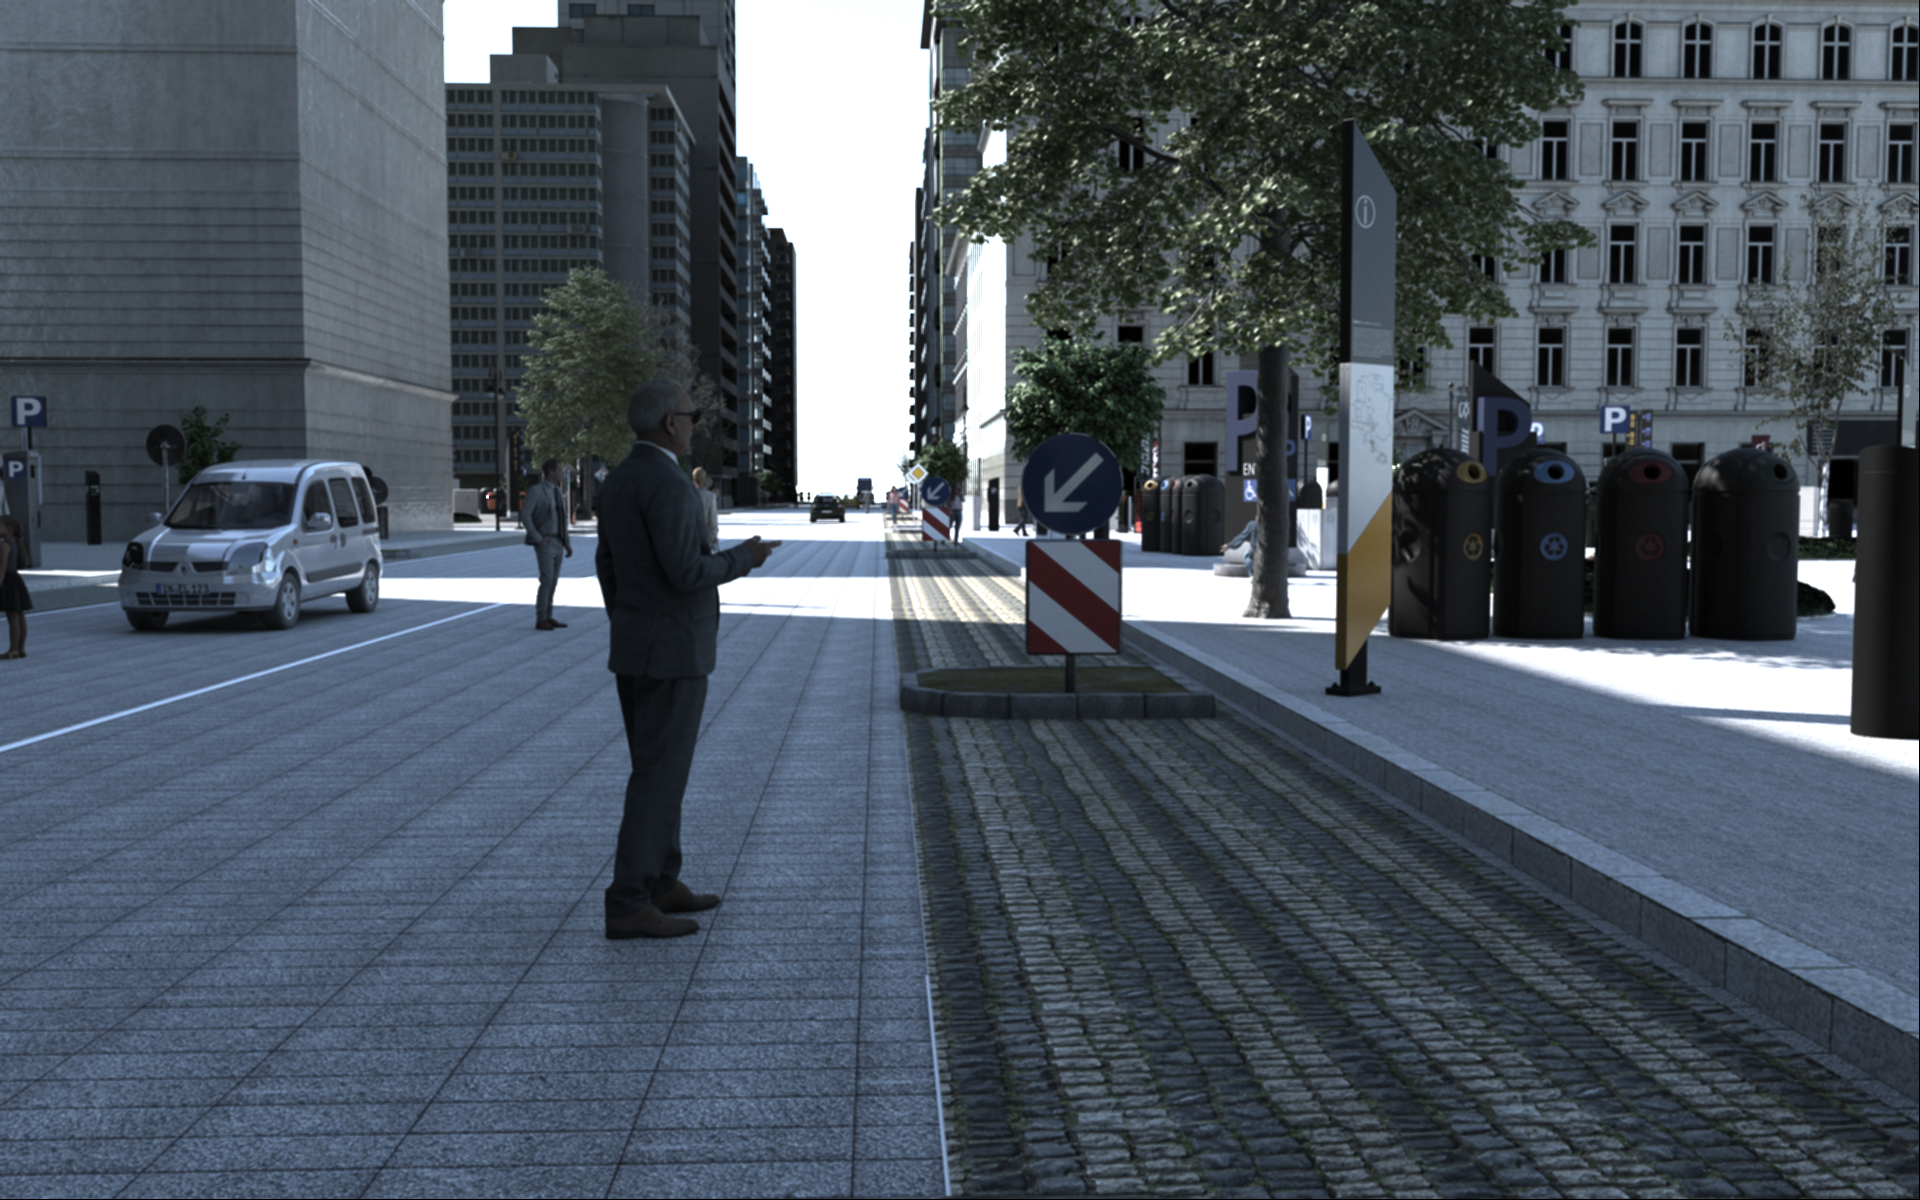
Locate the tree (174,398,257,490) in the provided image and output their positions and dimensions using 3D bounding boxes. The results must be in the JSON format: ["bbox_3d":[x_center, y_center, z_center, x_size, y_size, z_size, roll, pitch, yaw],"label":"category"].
[{"bbox_3d":[-15.123,-2.433,34.377,1.663,3.219,1.824,0,3,0],"label":"tree"}]

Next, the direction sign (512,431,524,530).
[{"bbox_3d":[-15.968,-4.321,62.647,0.379,3.537,0.876,1,4,11],"label":"direction sign"}]

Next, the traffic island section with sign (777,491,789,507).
[{"bbox_3d":[-20.579,-11.593,198.180,1.989,1.847,2.006,0,4,-3],"label":"traffic island section with sign"}]

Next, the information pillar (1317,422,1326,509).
[{"bbox_3d":[11.471,-3.876,54.720,0.183,3.616,0.504,-2,4,-28],"label":"information pillar"}]

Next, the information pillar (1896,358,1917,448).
[{"bbox_3d":[16.370,-2.364,30.007,0.504,3.616,0.183,-2,4,-34],"label":"information pillar"}]

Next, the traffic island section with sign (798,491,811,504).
[{"bbox_3d":[-23.122,-14.963,253.279,1.989,1.847,2.006,0,4,-3],"label":"traffic island section with sign"}]

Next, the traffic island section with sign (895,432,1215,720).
[{"bbox_3d":[0.581,-0.199,11.882,1.989,1.847,2.006,0,4,-3],"label":"traffic island section with sign"}]

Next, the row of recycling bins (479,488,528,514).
[{"bbox_3d":[-29.464,-6.423,112.133,1.069,1.692,3.534,3,5,40],"label":"row of recycling bins"}]

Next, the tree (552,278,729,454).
[{"bbox_3d":[-18.536,-11.575,99.614,12.009,13.543,11.850,0,3,0],"label":"tree"}]

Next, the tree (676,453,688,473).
[{"bbox_3d":[-18.491,-7.628,108.434,4.285,4.588,4.351,0,3,0],"label":"tree"}]

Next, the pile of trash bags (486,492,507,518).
[{"bbox_3d":[-24.975,-5.279,96.059,1.912,1.369,3.447,2,4,26],"label":"pile of trash bags"}]

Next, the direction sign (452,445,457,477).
[{"bbox_3d":[-23.417,-5.359,79.608,0.876,3.537,0.379,3,4,37],"label":"direction sign"}]

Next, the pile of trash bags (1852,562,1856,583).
[{"bbox_3d":[14.571,-0.888,24.279,3.447,1.369,1.912,0,4,-1],"label":"pile of trash bags"}]

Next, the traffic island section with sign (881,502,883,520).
[{"bbox_3d":[-3.254,-5.267,94.748,1.989,1.847,2.006,0,4,-3],"label":"traffic island section with sign"}]

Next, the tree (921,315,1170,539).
[{"bbox_3d":[2.237,-2.934,31.683,4.285,4.588,4.351,0,3,0],"label":"tree"}]

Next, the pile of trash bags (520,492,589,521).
[{"bbox_3d":[-19.764,-4.521,83.679,3.447,1.369,1.912,-2,4,-29],"label":"pile of trash bags"}]

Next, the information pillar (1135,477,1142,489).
[{"bbox_3d":[7.448,-4.155,72.424,0.304,2.012,0.304,0,4,7],"label":"information pillar"}]

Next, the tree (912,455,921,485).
[{"bbox_3d":[-1.036,-7.009,98.312,4.285,4.588,4.351,0,3,0],"label":"tree"}]

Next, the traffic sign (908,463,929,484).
[{"bbox_3d":[-1.518,-3.770,63.827,0.795,2.593,0.064,0,4,-3],"label":"traffic sign"}]

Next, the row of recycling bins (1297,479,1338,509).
[{"bbox_3d":[8.929,-2.416,46.611,3.534,1.692,1.069,0,4,3],"label":"row of recycling bins"}]

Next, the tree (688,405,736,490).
[{"bbox_3d":[-19.924,-11.376,136.353,4.360,8.622,3.978,0,3,0],"label":"tree"}]

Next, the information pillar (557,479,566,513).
[{"bbox_3d":[-16.361,-4.066,70.976,0.304,2.012,0.304,1,4,22],"label":"information pillar"}]

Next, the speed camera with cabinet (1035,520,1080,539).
[{"bbox_3d":[2.775,-3.266,47.734,0.660,3.252,2.038,-2,4,-25],"label":"speed camera with cabinet"}]

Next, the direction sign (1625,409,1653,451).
[{"bbox_3d":[18.250,-3.342,46.645,0.379,3.537,0.876,-2,4,-26],"label":"direction sign"}]

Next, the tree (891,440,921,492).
[{"bbox_3d":[-7.292,-17.547,237.255,4.737,8.622,4.395,0,3,0],"label":"tree"}]

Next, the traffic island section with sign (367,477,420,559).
[{"bbox_3d":[-13.186,-1.836,38.649,1.989,1.847,2.006,0,4,-3],"label":"traffic island section with sign"}]

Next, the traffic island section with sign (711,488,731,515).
[{"bbox_3d":[-16.986,-6.848,120.585,1.989,1.847,2.006,0,4,-3],"label":"traffic island section with sign"}]

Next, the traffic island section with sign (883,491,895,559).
[{"bbox_3d":[-0.674,-1.848,38.836,1.989,1.847,2.006,0,4,-3],"label":"traffic island section with sign"}]

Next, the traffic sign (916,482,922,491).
[{"bbox_3d":[-3.079,-8.224,134.566,0.768,2.556,0.104,0,4,-2],"label":"traffic sign"}]

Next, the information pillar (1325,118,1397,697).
[{"bbox_3d":[2.589,-1.206,11.072,0.504,3.616,0.183,-3,5,-41],"label":"information pillar"}]

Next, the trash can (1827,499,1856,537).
[{"bbox_3d":[25.080,-2.303,49.314,0.748,1.137,0.748,0,3,0],"label":"trash can"}]

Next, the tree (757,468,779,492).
[{"bbox_3d":[-24.099,-14.191,215.735,4.285,4.588,4.351,0,3,0],"label":"tree"}]

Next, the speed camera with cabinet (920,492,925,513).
[{"bbox_3d":[-2.265,-7.648,119.384,0.660,3.252,2.038,-1,4,-15],"label":"speed camera with cabinet"}]

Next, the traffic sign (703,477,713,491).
[{"bbox_3d":[-19.187,-8.055,131.800,0.768,2.556,0.104,0,4,6],"label":"traffic sign"}]

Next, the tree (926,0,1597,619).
[{"bbox_3d":[3.264,-6.113,18.072,7.486,12.596,7.792,0,3,0],"label":"tree"}]

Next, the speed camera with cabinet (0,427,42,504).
[{"bbox_3d":[-21.516,-2.704,38.553,2.038,3.252,0.660,1,4,13],"label":"speed camera with cabinet"}]

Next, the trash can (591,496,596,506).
[{"bbox_3d":[-27.298,-7.230,129.858,0.748,1.137,0.748,0,3,0],"label":"trash can"}]

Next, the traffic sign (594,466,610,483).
[{"bbox_3d":[-14.669,-4.223,71.234,0.795,2.593,0.064,0,4,-3],"label":"traffic sign"}]

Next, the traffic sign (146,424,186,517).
[{"bbox_3d":[-14.532,-1.933,31.706,0.768,2.556,0.104,0,4,5],"label":"traffic sign"}]

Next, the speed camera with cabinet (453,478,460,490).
[{"bbox_3d":[-28.557,-6.413,99.182,2.038,3.252,0.660,2,4,25],"label":"speed camera with cabinet"}]

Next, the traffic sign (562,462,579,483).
[{"bbox_3d":[-14.300,-3.735,63.257,0.795,2.593,0.064,0,4,-3],"label":"traffic sign"}]

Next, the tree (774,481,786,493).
[{"bbox_3d":[-24.700,-14.857,237.509,1.663,3.219,1.824,0,3,0],"label":"tree"}]

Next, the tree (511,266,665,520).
[{"bbox_3d":[-18.234,-10.297,86.480,7.486,12.596,7.792,0,3,0],"label":"tree"}]

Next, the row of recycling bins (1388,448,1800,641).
[{"bbox_3d":[5.644,-0.516,15.556,3.534,1.692,1.069,0,4,1],"label":"row of recycling bins"}]

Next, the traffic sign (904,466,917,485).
[{"bbox_3d":[-1.888,-4.258,71.803,0.795,2.593,0.064,0,4,-3],"label":"traffic sign"}]

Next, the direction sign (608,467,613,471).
[{"bbox_3d":[-28.667,-9.241,143.089,0.876,3.537,0.379,-3,5,-43],"label":"direction sign"}]

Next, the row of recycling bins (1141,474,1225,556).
[{"bbox_3d":[4.833,-1.856,37.458,1.069,1.692,3.534,-1,4,-12],"label":"row of recycling bins"}]

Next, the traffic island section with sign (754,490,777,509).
[{"bbox_3d":[-19.301,-9.913,170.700,1.989,1.847,2.006,0,4,-3],"label":"traffic island section with sign"}]
